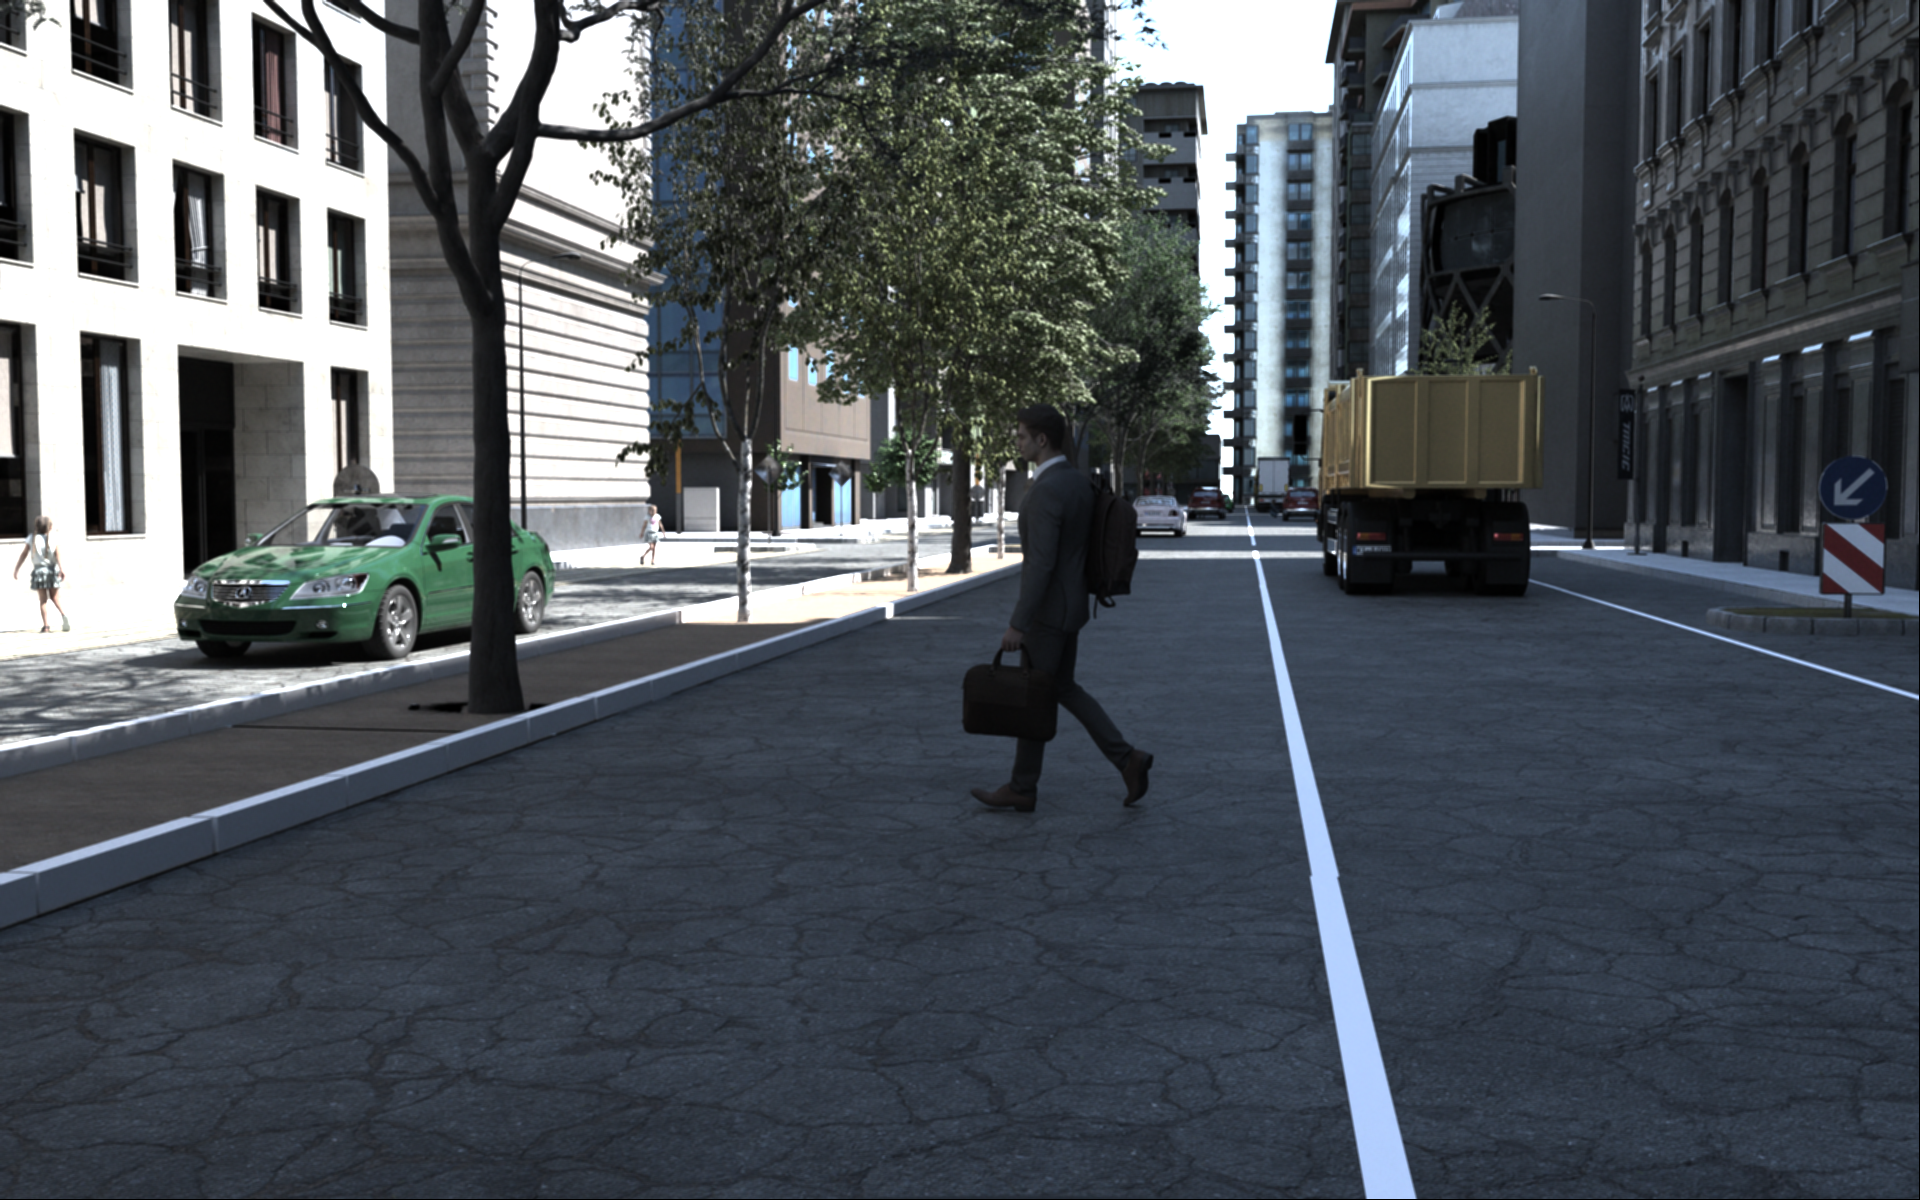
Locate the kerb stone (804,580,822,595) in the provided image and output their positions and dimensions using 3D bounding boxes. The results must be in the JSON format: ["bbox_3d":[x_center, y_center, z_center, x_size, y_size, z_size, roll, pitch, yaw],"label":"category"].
[{"bbox_3d":[-2.200,-0.165,24.906,0.120,0.150,1.000,1,4,9],"label":"kerb stone"}]

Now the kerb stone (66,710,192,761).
[{"bbox_3d":[-4.685,0.768,9.728,0.120,0.150,1.000,1,4,9],"label":"kerb stone"}]

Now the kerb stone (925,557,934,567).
[{"bbox_3d":[-0.711,-0.723,34.018,0.120,0.150,1.000,1,4,9],"label":"kerb stone"}]

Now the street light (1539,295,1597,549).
[{"bbox_3d":[14.181,-4.153,40.435,1.470,5.913,1.316,1,4,9],"label":"street light"}]

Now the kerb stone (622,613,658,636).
[{"bbox_3d":[-3.356,0.270,17.821,0.120,0.150,1.000,1,4,9],"label":"kerb stone"}]

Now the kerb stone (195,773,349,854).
[{"bbox_3d":[-2.929,0.906,7.388,0.120,0.150,1.000,1,4,9],"label":"kerb stone"}]

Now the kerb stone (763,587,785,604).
[{"bbox_3d":[-2.534,-0.042,22.883,0.120,0.150,1.000,1,4,9],"label":"kerb stone"}]

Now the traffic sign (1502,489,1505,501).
[{"bbox_3d":[12.792,-2.273,40.800,0.795,2.450,0.064,1,4,9],"label":"traffic sign"}]

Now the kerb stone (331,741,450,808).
[{"bbox_3d":[-2.768,0.844,8.397,0.120,0.150,1.000,1,4,9],"label":"kerb stone"}]

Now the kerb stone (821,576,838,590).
[{"bbox_3d":[-2.035,-0.228,25.920,0.120,0.150,1.000,1,4,9],"label":"kerb stone"}]

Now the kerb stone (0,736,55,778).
[{"bbox_3d":[-4.852,0.829,8.706,0.120,0.150,1.000,1,4,9],"label":"kerb stone"}]

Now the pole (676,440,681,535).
[{"bbox_3d":[-8.924,-3.733,54.881,0.158,3.312,0.155,0,3,0],"label":"pole"}]

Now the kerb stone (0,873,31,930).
[{"bbox_3d":[-3.263,1.029,5.371,0.120,0.150,1.000,1,4,9],"label":"kerb stone"}]

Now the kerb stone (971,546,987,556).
[{"bbox_3d":[0.447,-1.157,41.112,0.120,0.150,1.000,1,4,9],"label":"kerb stone"}]

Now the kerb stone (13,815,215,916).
[{"bbox_3d":[-3.102,0.968,6.381,0.120,0.150,1.000,1,4,9],"label":"kerb stone"}]

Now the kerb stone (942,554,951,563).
[{"bbox_3d":[-0.377,-0.843,36.046,0.120,0.150,1.000,1,4,9],"label":"kerb stone"}]

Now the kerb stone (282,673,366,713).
[{"bbox_3d":[-4.358,0.639,11.752,0.120,0.150,1.000,1,4,9],"label":"kerb stone"}]

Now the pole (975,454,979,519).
[{"bbox_3d":[0.875,-5.722,87.401,0.158,3.312,0.155,0,3,0],"label":"pole"}]

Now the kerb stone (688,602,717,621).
[{"bbox_3d":[-3.024,0.150,19.849,0.120,0.150,1.000,1,4,9],"label":"kerb stone"}]

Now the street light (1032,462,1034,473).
[{"bbox_3d":[5.386,-8.708,114.909,1.470,5.913,1.316,1,4,9],"label":"street light"}]

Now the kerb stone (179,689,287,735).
[{"bbox_3d":[-4.520,0.701,10.739,0.120,0.150,1.000,1,4,9],"label":"kerb stone"}]

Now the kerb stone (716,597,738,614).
[{"bbox_3d":[-2.864,0.090,20.859,0.120,0.150,1.000,1,4,9],"label":"kerb stone"}]

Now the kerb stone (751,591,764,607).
[{"bbox_3d":[-2.699,0.022,21.867,0.120,0.150,1.000,1,4,9],"label":"kerb stone"}]

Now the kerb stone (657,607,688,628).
[{"bbox_3d":[-3.197,0.206,18.832,0.120,0.150,1.000,1,4,9],"label":"kerb stone"}]

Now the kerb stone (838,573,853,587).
[{"bbox_3d":[-1.872,-0.290,26.931,0.120,0.150,1.000,1,4,9],"label":"kerb stone"}]

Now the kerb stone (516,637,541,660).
[{"bbox_3d":[-3.858,0.454,14.777,0.120,0.150,1.000,1,4,9],"label":"kerb stone"}]

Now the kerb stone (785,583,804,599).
[{"bbox_3d":[-2.366,-0.104,23.891,0.120,0.150,1.000,1,4,9],"label":"kerb stone"}]

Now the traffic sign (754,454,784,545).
[{"bbox_3d":[-4.816,-2.449,43.686,0.795,2.450,0.064,1,4,9],"label":"traffic sign"}]

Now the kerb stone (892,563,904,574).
[{"bbox_3d":[-1.212,-0.534,30.985,0.120,0.150,1.000,1,4,9],"label":"kerb stone"}]

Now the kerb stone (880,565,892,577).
[{"bbox_3d":[-1.372,-0.476,29.975,0.120,0.150,1.000,1,4,9],"label":"kerb stone"}]

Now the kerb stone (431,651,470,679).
[{"bbox_3d":[-4.021,0.519,13.768,0.120,0.150,1.000,1,4,9],"label":"kerb stone"}]

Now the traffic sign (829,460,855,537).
[{"bbox_3d":[-3.529,-2.931,51.567,0.795,2.450,0.064,1,4,9],"label":"traffic sign"}]

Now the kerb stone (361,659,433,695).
[{"bbox_3d":[-4.194,0.577,12.761,0.120,0.150,1.000,1,4,9],"label":"kerb stone"}]

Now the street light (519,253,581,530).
[{"bbox_3d":[-7.977,-3.732,33.567,1.470,5.913,1.316,1,4,9],"label":"street light"}]

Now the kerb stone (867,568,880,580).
[{"bbox_3d":[-1.549,-0.410,28.963,0.120,0.150,1.000,1,4,9],"label":"kerb stone"}]

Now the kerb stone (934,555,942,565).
[{"bbox_3d":[-0.553,-0.785,35.028,0.120,0.150,1.000,1,4,9],"label":"kerb stone"}]

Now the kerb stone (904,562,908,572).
[{"bbox_3d":[-1.039,-0.599,32.000,0.120,0.150,1.000,1,4,9],"label":"kerb stone"}]

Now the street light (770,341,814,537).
[{"bbox_3d":[-4.971,-4.837,51.619,1.470,5.913,1.316,1,4,9],"label":"street light"}]

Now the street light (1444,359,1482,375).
[{"bbox_3d":[17.323,-5.325,59.609,1.470,5.913,1.316,1,4,9],"label":"street light"}]

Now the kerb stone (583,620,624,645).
[{"bbox_3d":[-3.522,0.330,16.806,0.120,0.150,1.000,1,4,9],"label":"kerb stone"}]

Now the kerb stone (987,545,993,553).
[{"bbox_3d":[0.616,-1.216,42.127,0.120,0.150,1.000,1,4,9],"label":"kerb stone"}]

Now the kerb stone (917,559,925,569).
[{"bbox_3d":[-0.872,-0.658,33.008,0.120,0.150,1.000,1,4,9],"label":"kerb stone"}]

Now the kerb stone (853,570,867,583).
[{"bbox_3d":[-1.712,-0.352,27.954,0.120,0.150,1.000,1,4,9],"label":"kerb stone"}]

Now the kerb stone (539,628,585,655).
[{"bbox_3d":[-3.690,0.392,15.798,0.120,0.150,1.000,1,4,9],"label":"kerb stone"}]

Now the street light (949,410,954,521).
[{"bbox_3d":[0.207,-6.762,83.100,1.470,5.913,1.316,1,4,9],"label":"street light"}]
